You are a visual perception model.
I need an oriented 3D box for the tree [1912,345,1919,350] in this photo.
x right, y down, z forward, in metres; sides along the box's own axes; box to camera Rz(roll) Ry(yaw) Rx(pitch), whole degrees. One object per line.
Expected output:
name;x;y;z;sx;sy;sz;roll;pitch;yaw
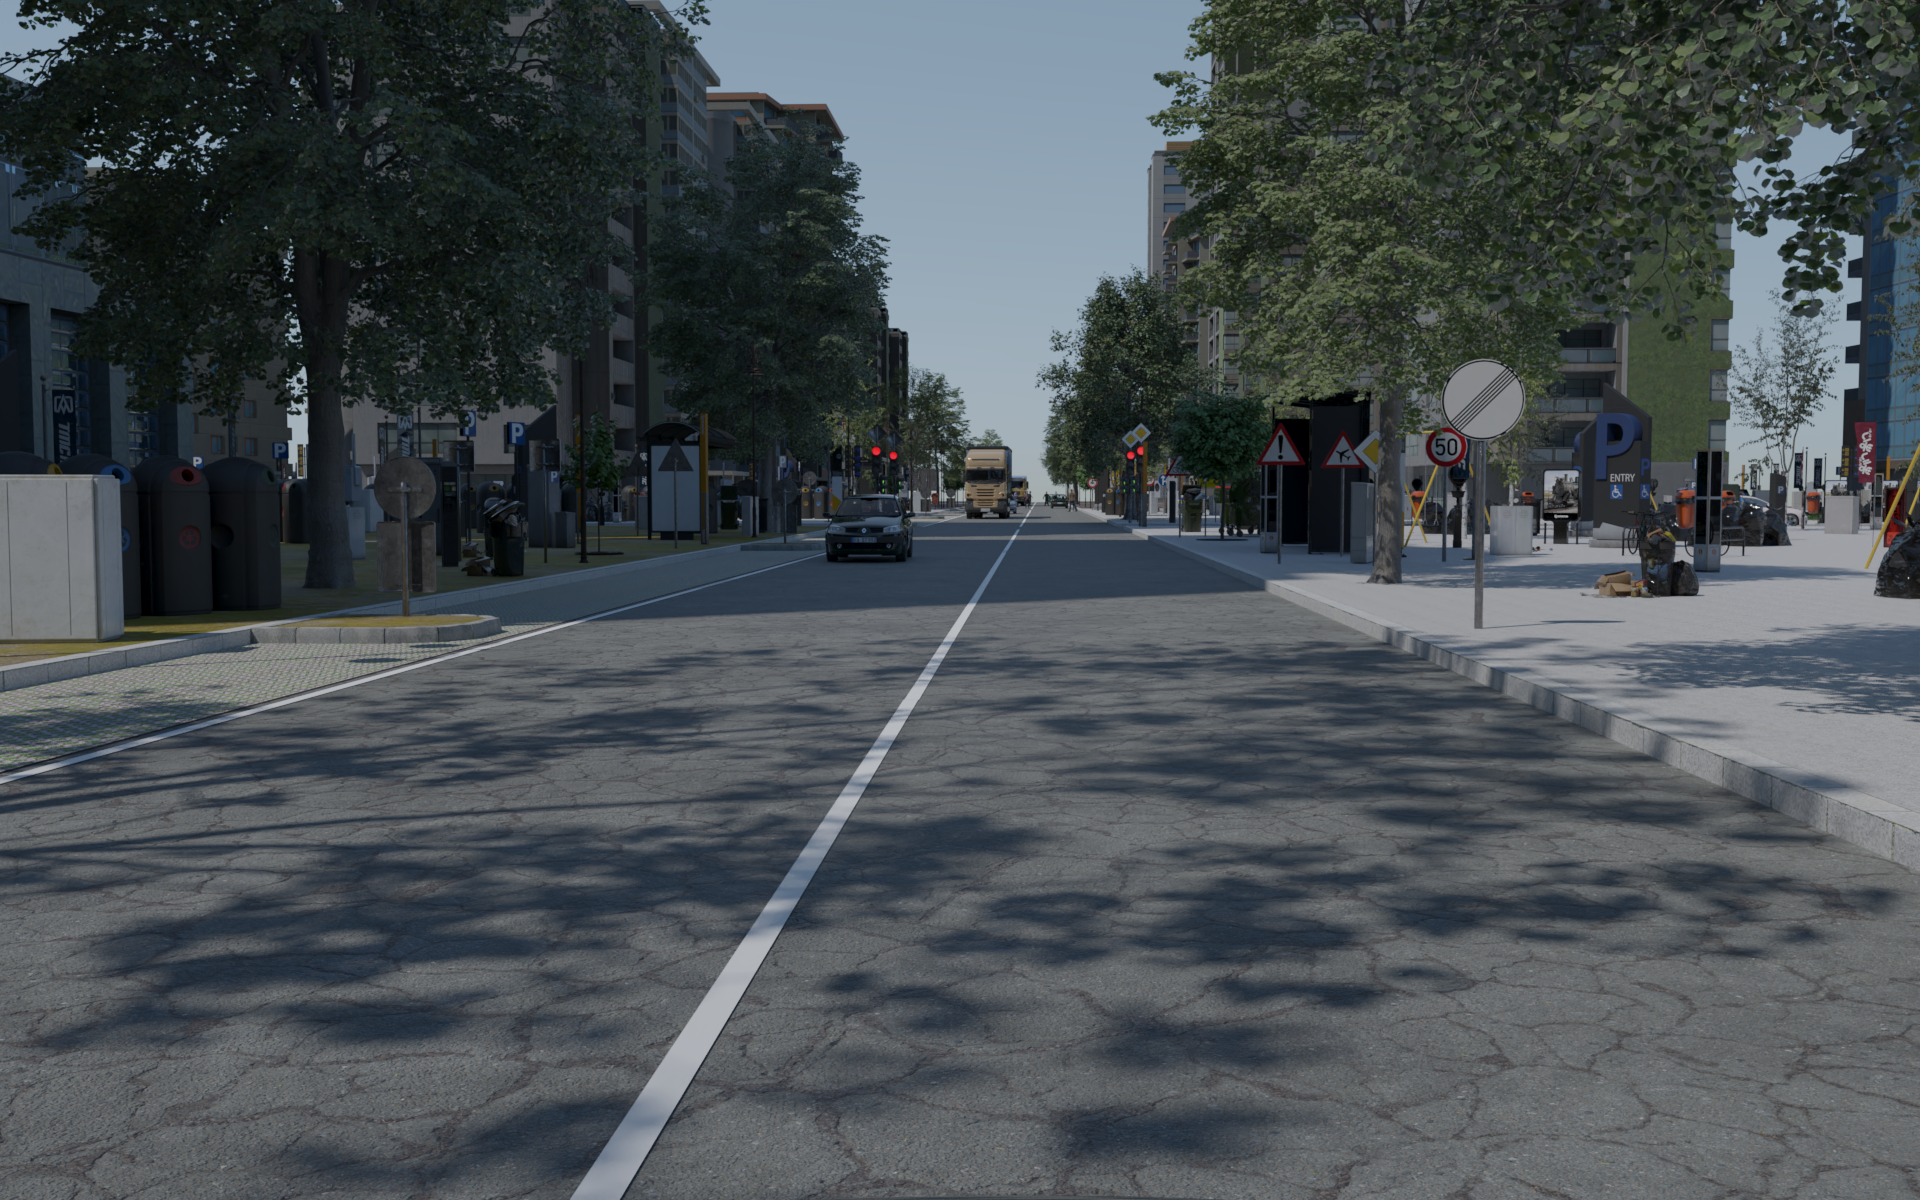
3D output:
tree;31.879;-8.077;50.194;7.486;12.596;7.792;0;3;0

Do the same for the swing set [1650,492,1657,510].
swing set;24.047;-4.051;63.851;2.862;2.851;3.119;0;4;-6

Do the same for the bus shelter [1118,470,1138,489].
bus shelter;13.689;-9.911;139.680;2.179;5.291;8.768;0;4;3

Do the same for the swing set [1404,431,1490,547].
swing set;11.533;-2.801;43.410;2.862;2.851;3.119;-1;4;-22

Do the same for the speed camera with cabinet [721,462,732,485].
speed camera with cabinet;-14.230;-6.887;106.943;0.660;3.252;2.038;-1;4;-23

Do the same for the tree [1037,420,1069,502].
tree;17.705;-22.843;283.852;12.009;13.543;11.850;0;3;0

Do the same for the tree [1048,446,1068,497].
tree;18.621;-22.779;298.190;9.928;11.665;9.643;0;3;0

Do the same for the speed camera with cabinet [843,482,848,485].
speed camera with cabinet;-8.330;-8.830;138.709;2.038;3.252;0.660;-1;4;-18

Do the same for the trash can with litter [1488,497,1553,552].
trash can with litter;12.605;-1.727;39.288;1.678;1.210;2.233;1;4;10

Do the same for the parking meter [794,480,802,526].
parking meter;-6.580;-3.920;69.808;0.255;1.863;0.399;-3;5;-43

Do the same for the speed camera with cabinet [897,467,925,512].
speed camera with cabinet;-3.594;-8.146;127.525;2.038;3.252;0.660;-1;4;-16

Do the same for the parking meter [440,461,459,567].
parking meter;-9.026;-1.523;30.609;0.255;1.863;0.399;-2;4;-23

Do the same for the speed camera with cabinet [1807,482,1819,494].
speed camera with cabinet;63.095;-8.183;128.129;0.660;3.252;2.038;2;4;34

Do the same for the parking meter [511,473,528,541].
parking meter;-12.074;-2.553;47.453;0.399;1.863;0.255;3;4;38

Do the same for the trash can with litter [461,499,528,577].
trash can with litter;-7.295;-0.959;27.064;1.055;1.170;0.624;1;4;13

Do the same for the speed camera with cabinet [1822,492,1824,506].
speed camera with cabinet;60.601;-7.646;119.352;0.660;3.252;2.038;-3;5;-45

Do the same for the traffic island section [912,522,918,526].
traffic island section;-2.949;-3.345;76.971;2.009;0.180;2.903;0;4;3

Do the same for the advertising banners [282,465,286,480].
advertising banners;-40.115;-6.570;103.610;0.090;3.025;2.074;0;4;0

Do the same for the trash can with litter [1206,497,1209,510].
trash can with litter;19.910;-7.824;139.309;1.055;1.170;0.624;-2;4;-28

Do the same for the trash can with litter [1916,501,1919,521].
trash can with litter;18.419;-1.300;32.313;2.233;1.210;1.678;-1;4;-23

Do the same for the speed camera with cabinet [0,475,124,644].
speed camera with cabinet;-8.425;-1.262;14.965;2.038;3.252;0.660;0;4;-7

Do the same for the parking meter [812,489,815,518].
parking meter;-7.924;-5.126;92.214;0.372;1.533;0.369;0;3;0

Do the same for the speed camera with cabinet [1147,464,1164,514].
speed camera with cabinet;12.766;-7.289;113.512;0.660;3.252;2.038;-2;4;-27

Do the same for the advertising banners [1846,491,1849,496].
advertising banners;32.788;-4.102;63.257;2.074;3.025;0.090;-3;5;-45

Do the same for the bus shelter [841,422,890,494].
bus shelter;-5.365;-7.421;98.972;2.179;5.291;8.768;0;4;3

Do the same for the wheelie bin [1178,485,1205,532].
wheelie bin;7.840;-3.082;58.304;0.980;1.594;0.693;0;4;-5

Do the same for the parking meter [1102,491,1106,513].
parking meter;9.875;-6.734;118.513;0.372;1.533;0.369;0;3;0

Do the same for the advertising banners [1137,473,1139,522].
advertising banners;8.161;-5.094;79.478;0.090;3.025;2.074;0;4;6

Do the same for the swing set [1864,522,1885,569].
swing set;17.488;-1.915;28.925;3.119;2.851;2.862;-1;4;-23

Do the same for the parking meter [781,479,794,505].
parking meter;-6.581;-3.651;65.408;0.255;1.863;0.399;-3;4;-38

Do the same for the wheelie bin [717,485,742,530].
wheelie bin;-8.396;-3.357;62.798;0.980;1.594;0.693;0;4;-5

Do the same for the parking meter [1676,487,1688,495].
parking meter;25.718;-3.260;61.717;0.372;1.533;0.369;0;3;0

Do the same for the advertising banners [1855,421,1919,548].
advertising banners;22.315;-2.755;41.227;0.090;3.025;2.074;-3;5;-39

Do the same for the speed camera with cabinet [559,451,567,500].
speed camera with cabinet;-16.350;-4.545;68.638;2.038;3.252;0.660;0;4;0

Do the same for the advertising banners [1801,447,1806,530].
advertising banners;30.850;-4.109;63.372;0.090;3.025;2.074;2;4;23

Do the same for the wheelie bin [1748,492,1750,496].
wheelie bin;49.464;-6.210;109.433;0.693;1.594;0.980;-2;4;-26

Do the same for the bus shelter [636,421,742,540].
bus shelter;-7.838;-3.472;50.687;2.014;3.302;5.546;0;4;3

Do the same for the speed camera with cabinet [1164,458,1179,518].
speed camera with cabinet;11.650;-6.139;94.707;0.660;3.252;2.038;0;4;5

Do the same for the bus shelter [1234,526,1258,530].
bus shelter;10.272;-4.016;59.581;2.014;3.302;5.546;0;4;3

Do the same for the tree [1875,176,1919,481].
tree;21.606;-5.319;37.332;4.360;8.622;3.978;0;3;0

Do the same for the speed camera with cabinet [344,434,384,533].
speed camera with cabinet;-19.889;-3.858;57.415;0.660;3.252;2.038;1;4;10

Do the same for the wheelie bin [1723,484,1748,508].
wheelie bin;23.918;-2.824;54.076;0.980;1.594;0.693;1;4;18

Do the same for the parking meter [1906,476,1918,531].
parking meter;25.201;-2.457;45.883;0.255;1.863;0.399;2;4;31

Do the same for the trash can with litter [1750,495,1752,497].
trash can with litter;40.849;-4.812;89.733;1.678;1.210;2.233;2;4;28

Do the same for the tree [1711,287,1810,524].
tree;28.408;-6.685;59.667;4.360;8.622;3.978;0;3;0

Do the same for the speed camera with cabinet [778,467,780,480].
speed camera with cabinet;-12.311;-7.981;124.822;2.038;3.252;0.660;1;4;14

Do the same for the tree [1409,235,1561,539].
tree;14.425;-6.030;48.955;4.737;8.622;4.395;0;3;0

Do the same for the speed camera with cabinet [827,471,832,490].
speed camera with cabinet;-11.475;-9.552;150.515;0.660;3.252;2.038;2;4;27

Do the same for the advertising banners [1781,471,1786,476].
advertising banners;61.766;-8.265;131.322;2.074;3.025;0.090;-1;4;-13

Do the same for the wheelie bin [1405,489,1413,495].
wheelie bin;27.602;-6.040;106.662;0.693;1.594;0.980;2;4;35

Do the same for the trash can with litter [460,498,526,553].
trash can with litter;-10.640;-1.633;37.757;2.233;1.210;1.678;0;4;-6

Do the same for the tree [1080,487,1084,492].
tree;13.875;-13.892;177.499;4.360;8.622;3.978;0;3;0

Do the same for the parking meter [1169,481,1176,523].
parking meter;9.407;-4.339;76.652;0.255;1.863;0.399;1;4;14

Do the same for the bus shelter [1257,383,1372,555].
bus shelter;8.062;-2.967;39.786;1.731;3.624;6.357;0;4;3

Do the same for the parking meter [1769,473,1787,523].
parking meter;22.691;-2.591;48.067;0.399;1.863;0.255;-1;4;-13
